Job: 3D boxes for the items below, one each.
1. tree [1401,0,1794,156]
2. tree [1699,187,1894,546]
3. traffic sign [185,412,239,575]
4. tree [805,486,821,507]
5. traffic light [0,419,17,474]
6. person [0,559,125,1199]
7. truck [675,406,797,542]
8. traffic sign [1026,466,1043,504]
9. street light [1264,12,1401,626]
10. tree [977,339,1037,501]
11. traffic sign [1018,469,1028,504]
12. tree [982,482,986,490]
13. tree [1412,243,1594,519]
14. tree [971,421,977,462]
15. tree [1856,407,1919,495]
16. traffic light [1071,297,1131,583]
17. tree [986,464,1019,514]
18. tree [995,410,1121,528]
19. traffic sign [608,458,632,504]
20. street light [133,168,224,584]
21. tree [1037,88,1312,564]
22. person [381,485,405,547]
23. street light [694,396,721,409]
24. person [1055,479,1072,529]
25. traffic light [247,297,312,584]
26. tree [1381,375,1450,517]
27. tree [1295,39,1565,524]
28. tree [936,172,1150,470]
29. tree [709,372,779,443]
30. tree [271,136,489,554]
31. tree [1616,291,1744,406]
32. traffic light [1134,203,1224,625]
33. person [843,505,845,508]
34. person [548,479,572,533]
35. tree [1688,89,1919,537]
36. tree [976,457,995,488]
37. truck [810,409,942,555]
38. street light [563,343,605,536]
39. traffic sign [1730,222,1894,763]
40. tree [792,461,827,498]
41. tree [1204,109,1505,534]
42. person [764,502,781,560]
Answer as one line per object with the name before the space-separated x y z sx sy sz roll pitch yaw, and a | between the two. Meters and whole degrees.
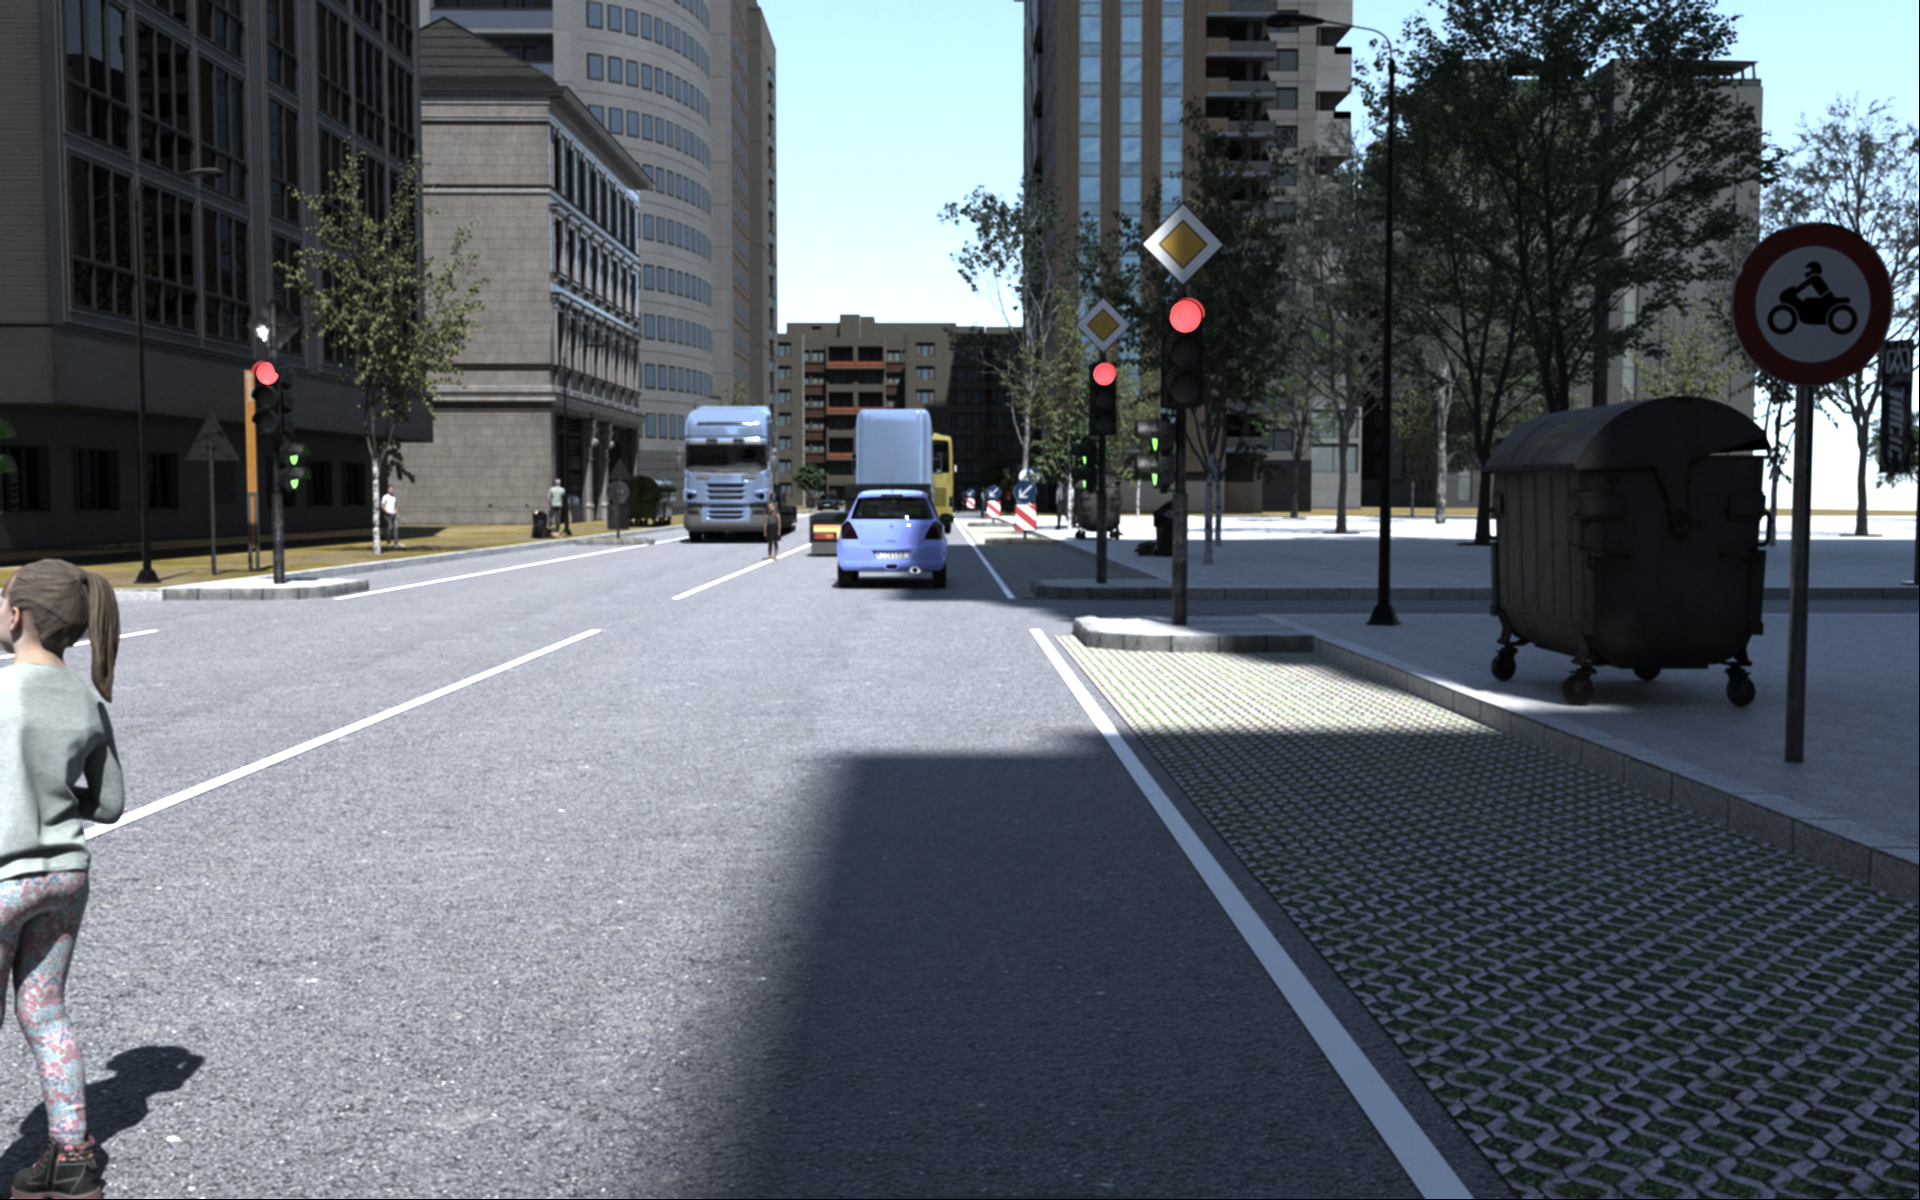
tree | 11.383 -6.558 32.978 9.928 11.665 9.643 0 3 0
tree | 20.302 -5.634 42.484 4.360 8.622 3.978 0 3 0
traffic sign | -11.828 -1.675 27.385 0.884 2.594 0.081 0 4 6
tree | -15.046 -10.980 174.117 1.663 3.219 1.824 0 3 0
traffic light | -9.625 -1.700 16.711 0.839 4.253 0.868 0 4 -1
person | -1.901 0.570 3.458 0.394 1.301 0.425 1 4 12
truck | -7.192 -4.217 58.710 2.967 4.110 18.799 0 4 -3
traffic sign | 3.384 -4.819 78.898 0.768 2.556 0.104 0 4 1
street light | 3.637 -2.713 16.897 1.470 5.913 1.316 0 4 -1
tree | 3.675 -6.716 60.175 4.737 8.622 4.395 0 3 0
traffic sign | 3.331 -5.351 87.592 0.768 2.556 0.104 0 4 0
tree | 2.782 -8.878 139.751 1.663 3.219 1.824 0 3 0
tree | 27.660 -11.153 88.999 9.857 13.997 8.962 0 3 0
tree | 2.752 -12.916 161.532 4.737 8.622 4.395 0 3 0
tree | 51.655 -7.061 78.357 20.602 7.101 11.467 2 4 35
traffic light | 2.024 -2.199 24.874 0.839 4.253 0.868 0 4 -1
tree | 3.028 -7.120 111.015 1.663 3.219 1.824 0 3 0
tree | 4.458 -5.042 66.147 4.285 4.588 4.351 0 3 0
traffic sign | -12.306 -3.833 62.667 0.884 2.594 0.081 0 4 5
street light | -11.192 -3.198 24.832 1.470 5.913 1.316 0 4 -1
tree | 4.444 -4.980 31.792 4.737 8.622 4.395 0 3 0
person | -13.748 -2.036 41.919 0.523 1.515 0.503 0 4 -1
street light | -12.044 -6.711 82.274 1.470 5.913 1.316 0 4 -1
person | 3.763 -3.467 62.821 0.679 1.850 0.850 -2 4 -34
traffic light | -9.735 -2.188 24.695 0.839 4.253 0.868 0 4 -1
tree | 25.530 -8.943 96.586 4.737 8.622 4.395 0 3 0
tree | 19.234 -13.354 74.226 12.611 20.169 13.585 0 3 0
tree | 4.819 -14.934 100.065 12.611 20.169 13.585 0 3 0
tree | -13.242 -9.398 104.012 4.737 8.622 4.395 0 3 0
tree | -12.215 -5.286 36.784 4.737 8.622 4.395 0 3 0
tree | 25.935 -6.834 62.099 4.737 8.622 4.395 0 3 0
traffic light | 2.135 -1.711 16.890 0.839 4.253 0.868 0 4 -1
person | -4.743 -3.937 73.536 0.598 1.740 0.731 2 4 27
person | -13.071 -3.059 56.549 0.782 1.767 0.515 -1 4 -11
tree | 27.434 -8.692 52.482 12.009 13.543 11.850 0 3 0
tree | 3.038 -10.213 150.695 4.285 4.588 4.351 0 3 0
truck | -2.152 -3.617 48.901 2.967 4.110 18.799 0 4 1
street light | -11.623 -4.946 53.402 1.470 5.913 1.316 0 4 -1
traffic sign | 3.997 -0.496 8.221 0.768 2.556 0.104 0 4 0
tree | -14.551 -11.177 166.454 4.285 4.588 4.351 0 3 0
tree | 12.410 -8.882 55.592 12.009 13.543 11.850 0 3 0
person | -4.073 -1.497 37.643 0.362 1.253 0.373 1 4 15
